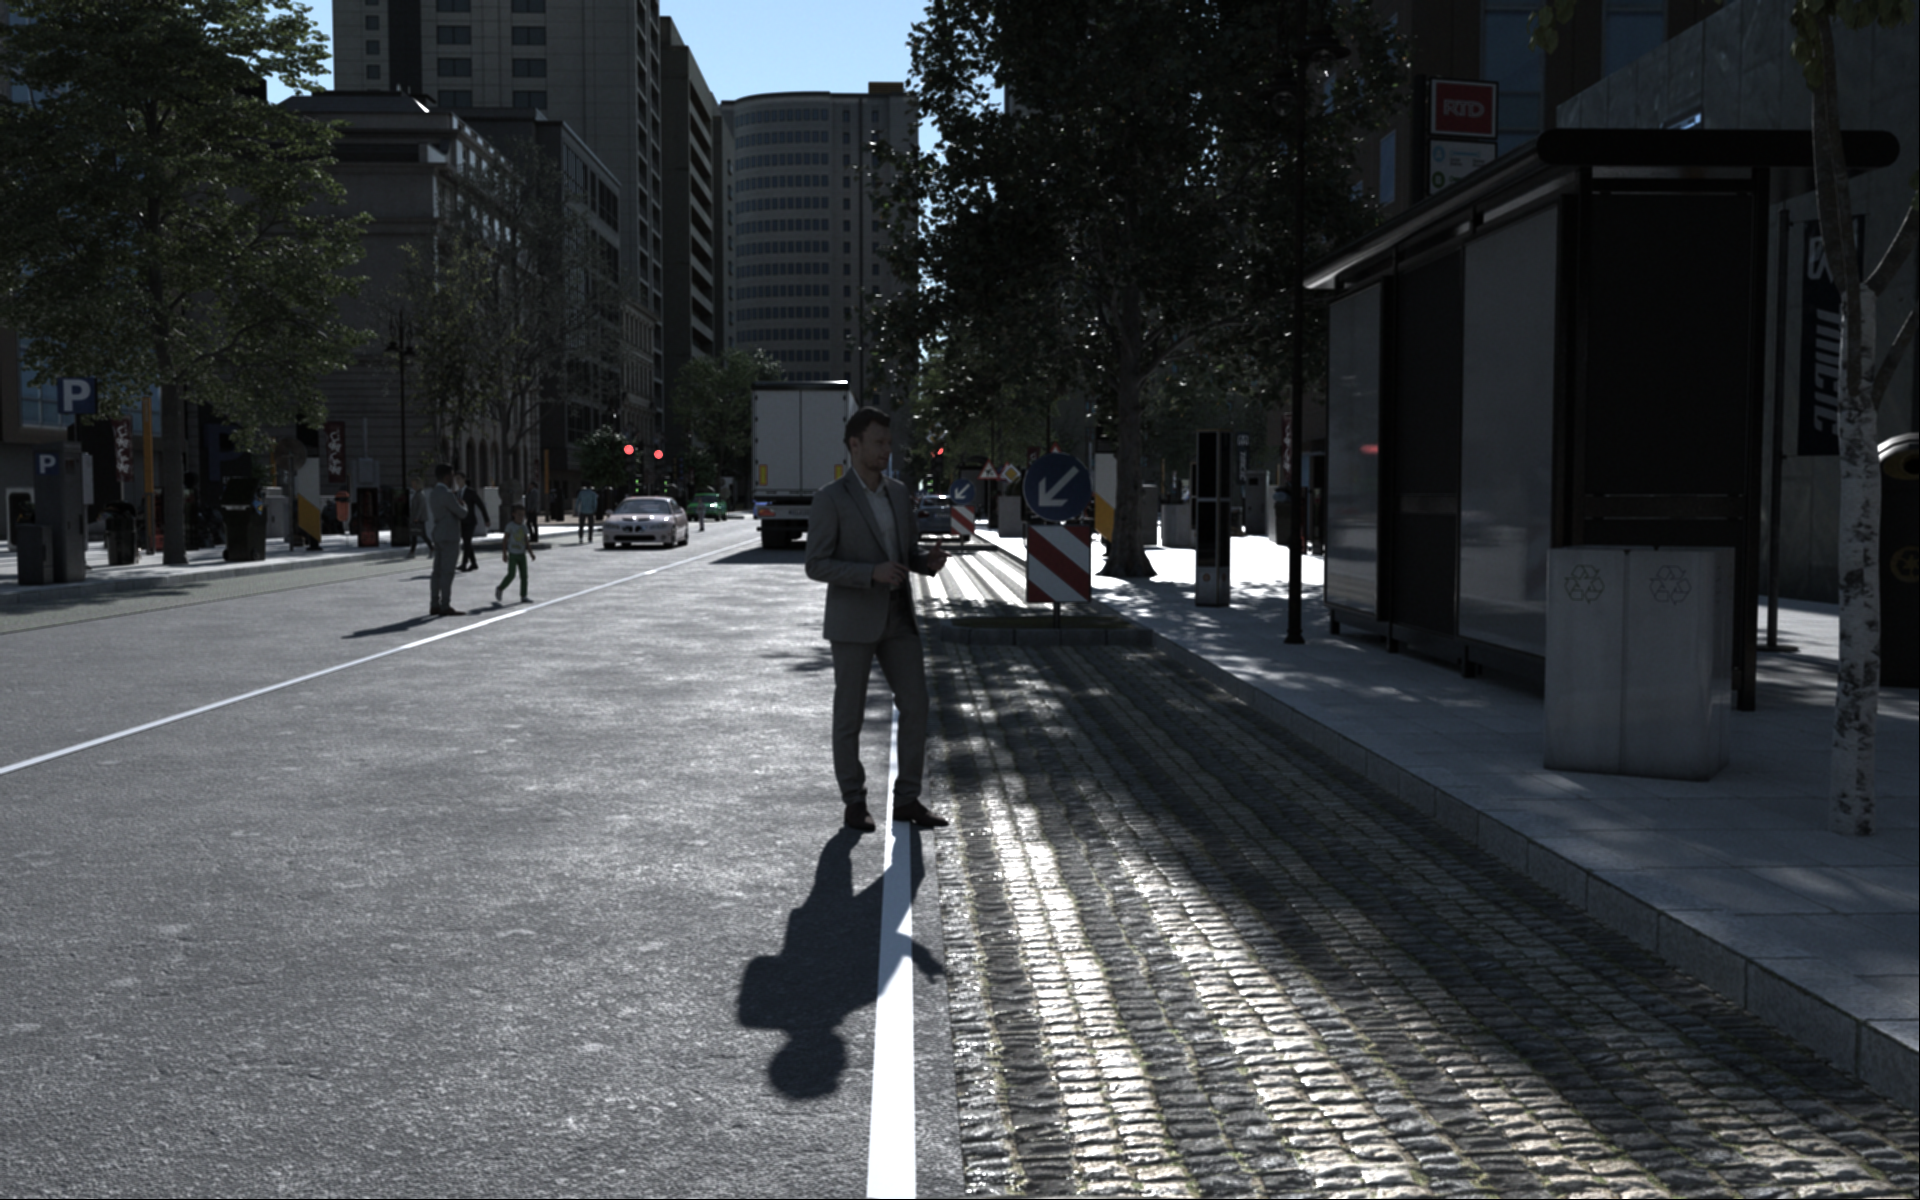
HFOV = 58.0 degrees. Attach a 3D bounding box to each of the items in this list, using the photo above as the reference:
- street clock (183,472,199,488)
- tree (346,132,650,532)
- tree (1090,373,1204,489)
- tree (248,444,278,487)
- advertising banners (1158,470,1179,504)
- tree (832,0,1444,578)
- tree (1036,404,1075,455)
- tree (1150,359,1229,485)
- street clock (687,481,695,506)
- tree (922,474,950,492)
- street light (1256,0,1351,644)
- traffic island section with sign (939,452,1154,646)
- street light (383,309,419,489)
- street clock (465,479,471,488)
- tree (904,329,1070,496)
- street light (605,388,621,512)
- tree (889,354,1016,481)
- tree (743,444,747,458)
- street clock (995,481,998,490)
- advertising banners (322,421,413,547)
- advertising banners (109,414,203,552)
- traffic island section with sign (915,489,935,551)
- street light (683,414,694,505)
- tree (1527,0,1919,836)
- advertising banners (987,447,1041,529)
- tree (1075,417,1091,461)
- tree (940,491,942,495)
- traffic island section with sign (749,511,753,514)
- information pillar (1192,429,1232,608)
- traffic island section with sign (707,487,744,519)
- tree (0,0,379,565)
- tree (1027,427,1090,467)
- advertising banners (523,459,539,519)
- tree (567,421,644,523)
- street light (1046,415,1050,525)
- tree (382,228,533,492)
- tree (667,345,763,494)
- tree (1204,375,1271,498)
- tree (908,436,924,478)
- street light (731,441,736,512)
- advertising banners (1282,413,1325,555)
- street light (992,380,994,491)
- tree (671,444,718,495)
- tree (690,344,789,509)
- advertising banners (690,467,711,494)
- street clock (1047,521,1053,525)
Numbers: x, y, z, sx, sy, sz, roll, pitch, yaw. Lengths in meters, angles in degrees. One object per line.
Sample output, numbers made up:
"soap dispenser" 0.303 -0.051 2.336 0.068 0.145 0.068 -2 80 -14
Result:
"street clock" -25.167 -3.188 56.687 0.471 2.002 0.358 1 4 16
"tree" -15.211 -9.038 58.146 12.009 13.543 11.850 0 3 0
"tree" 10.238 -8.840 94.894 4.360 8.622 3.978 0 3 0
"tree" -24.424 -3.974 59.575 1.663 3.219 1.824 0 3 0
"advertising banners" 15.330 -8.052 127.831 2.074 3.025 0.090 -3 5 -41
"tree" 2.723 -6.719 26.866 9.611 12.733 9.660 0 3 0
"tree" 8.198 -11.691 141.516 4.360 8.622 3.978 0 3 0
"tree" 18.977 -13.746 142.871 7.486 12.596 7.792 0 3 0
"street clock" -15.456 -5.803 99.452 0.358 2.002 0.471 2 4 27
"tree" -1.986 -11.390 169.942 4.285 4.588 4.351 0 3 0
"street light" 2.879 -2.565 14.728 0.468 5.910 1.993 0 4 -2
"traffic island section with sign" 0.796 -0.522 17.166 1.989 1.847 2.006 0 4 -2
"street light" -13.994 -4.326 43.526 0.468 5.910 1.993 0 4 -2
"street clock" -23.461 -4.773 82.615 0.358 2.002 0.471 -1 4 -13
"tree" 1.763 -10.042 82.308 7.486 12.596 7.792 0 3 0
"street light" -14.965 -6.236 74.752 0.468 5.910 1.993 0 4 -2
"tree" -0.434 -13.804 136.060 12.009 13.543 11.850 0 3 0
"tree" -19.190 -17.337 193.827 12.009 13.543 11.850 0 3 0
"street clock" 2.061 -5.210 89.759 0.471 2.002 0.358 -1 4 -14
"advertising banners" -14.307 -2.795 41.887 2.074 3.025 0.090 -2 4 -25
"advertising banners" -17.911 -2.594 38.607 0.090 3.025 2.074 3 4 36
"traffic island section with sign" -0.073 -2.172 44.144 1.989 1.847 2.006 0 4 -2
"street light" -15.764 -7.826 100.751 0.468 5.910 1.993 0 4 -2
"tree" 3.194 -3.413 6.166 4.737 8.622 4.395 0 3 0
"advertising banners" 1.990 -4.157 64.147 2.074 3.025 0.090 1 4 18
"tree" 11.328 -10.886 128.346 4.360 8.622 3.978 0 3 0
"tree" -2.240 -14.256 183.454 4.737 8.622 4.395 0 3 0
"traffic island section with sign" -14.289 -7.194 126.250 1.989 1.847 2.006 0 4 -2
"information pillar" 2.881 -0.930 19.701 0.304 2.012 0.304 3 4 37
"traffic island section with sign" -13.420 -5.546 99.308 1.989 1.847 2.006 0 4 -2
"tree" -14.816 -6.925 31.351 7.486 12.596 7.792 0 3 0
"tree" 2.695 -3.421 50.541 1.663 3.219 1.824 0 3 0
"advertising banners" -21.733 -5.590 87.590 0.090 3.025 2.074 -3 4 -39
"tree" -15.952 -5.771 78.062 4.285 4.588 4.351 0 3 0
"street light" 2.067 -4.140 40.470 0.468 5.910 1.993 0 4 -2
"tree" -14.330 -6.023 48.846 4.360 8.622 3.978 0 3 0
"tree" -16.682 -11.906 120.418 9.928 11.665 9.643 0 3 0
"tree" 16.114 -8.941 96.541 4.360 8.622 3.978 0 3 0
"tree" -3.668 -17.009 212.506 7.601 10.594 8.767 -3 5 -42
"street light" -16.568 -9.398 126.440 0.468 5.910 1.993 0 4 -2
"advertising banners" 7.317 -2.495 36.980 0.090 3.025 2.074 -1 4 -15
"street light" 1.249 -5.711 66.159 0.468 5.910 1.993 0 4 -2
"tree" -17.286 -7.928 113.340 4.285 4.588 4.351 0 3 0
"tree" -18.262 -14.795 148.555 9.857 13.997 8.962 0 3 0
"advertising banners" -16.443 -6.947 109.764 2.074 3.025 0.090 3 4 38
"street clock" 1.855 -1.868 35.109 0.471 2.002 0.358 1 4 12
